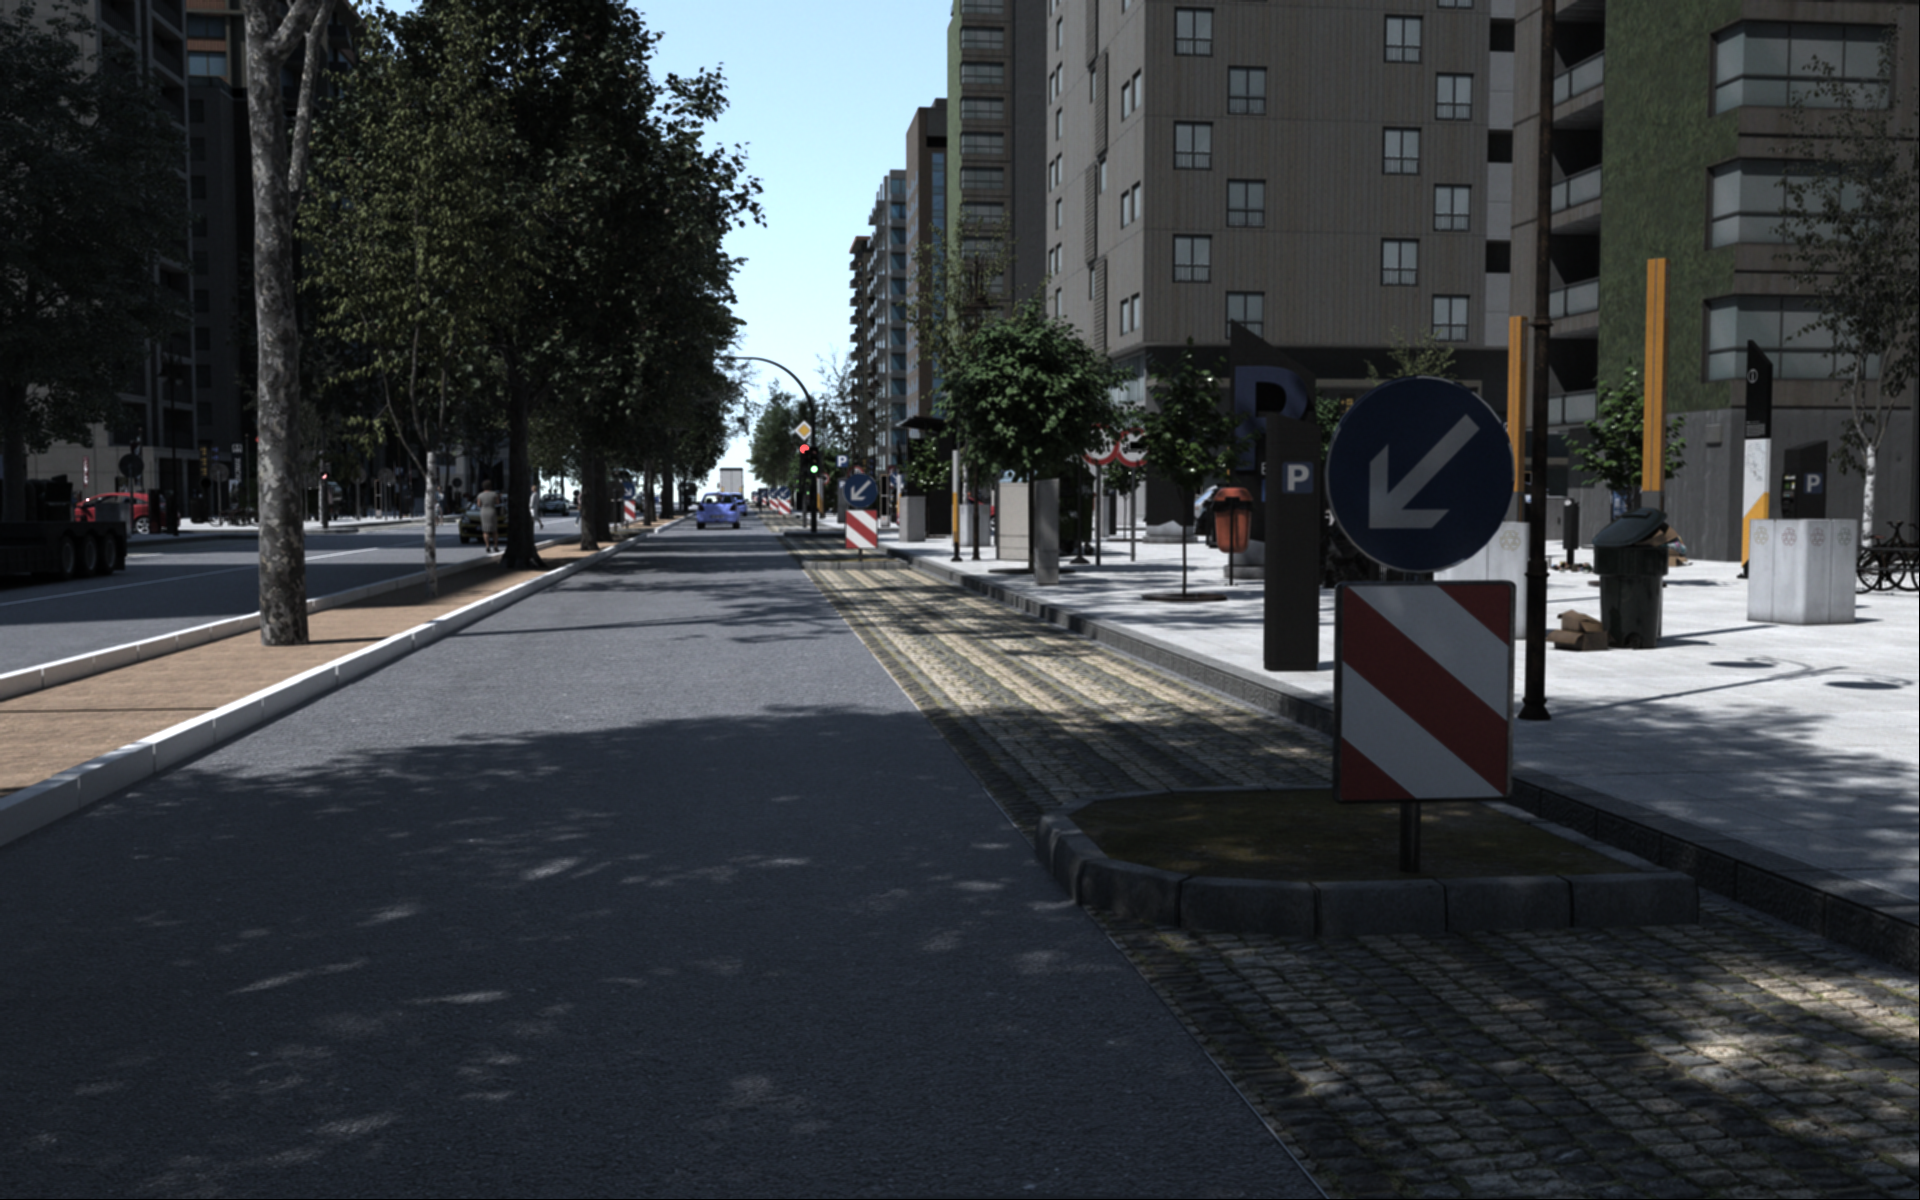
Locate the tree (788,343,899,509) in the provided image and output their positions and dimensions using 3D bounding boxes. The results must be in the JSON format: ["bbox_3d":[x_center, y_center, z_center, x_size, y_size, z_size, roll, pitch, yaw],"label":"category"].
[{"bbox_3d":[-5.349,-8.188,84.232,4.360,8.622,3.978,0,3,0],"label":"tree"}]

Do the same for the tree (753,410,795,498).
[{"bbox_3d":[-25.380,-19.239,232.691,7.486,12.596,7.792,0,3,0],"label":"tree"}]

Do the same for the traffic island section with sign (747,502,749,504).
[{"bbox_3d":[-22.195,-11.160,191.101,1.989,1.847,2.006,0,4,-7],"label":"traffic island section with sign"}]

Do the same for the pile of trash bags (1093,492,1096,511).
[{"bbox_3d":[5.699,-4.616,85.220,1.912,1.369,3.447,3,4,36],"label":"pile of trash bags"}]

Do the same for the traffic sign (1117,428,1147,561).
[{"bbox_3d":[3.302,-2.011,32.990,0.768,2.556,0.104,0,4,-2],"label":"traffic sign"}]

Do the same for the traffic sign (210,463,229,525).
[{"bbox_3d":[-30.614,-4.373,71.608,0.768,2.556,0.104,0,4,-6],"label":"traffic sign"}]

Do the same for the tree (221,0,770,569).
[{"bbox_3d":[-8.486,-6.946,33.039,9.611,12.733,9.660,0,3,0],"label":"tree"}]

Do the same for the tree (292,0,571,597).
[{"bbox_3d":[-7.398,-4.352,23.978,4.737,8.622,4.395,0,3,0],"label":"tree"}]

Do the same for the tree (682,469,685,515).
[{"bbox_3d":[-18.124,-9.354,105.751,4.737,8.622,4.395,0,3,0],"label":"tree"}]

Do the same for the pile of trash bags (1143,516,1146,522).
[{"bbox_3d":[9.814,-4.250,79.237,1.912,1.369,3.447,-1,4,-21],"label":"pile of trash bags"}]

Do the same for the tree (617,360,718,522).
[{"bbox_3d":[-15.799,-9.780,88.116,9.928,11.665,9.643,0,3,0],"label":"tree"}]

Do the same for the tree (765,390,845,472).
[{"bbox_3d":[-13.924,-13.454,154.393,7.601,10.594,8.767,1,4,12],"label":"tree"}]

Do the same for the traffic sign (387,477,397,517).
[{"bbox_3d":[-31.323,-5.748,95.167,0.795,2.450,0.064,0,4,-3],"label":"traffic sign"}]

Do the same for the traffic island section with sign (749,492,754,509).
[{"bbox_3d":[-18.695,-9.482,163.656,1.989,1.847,2.006,0,4,-7],"label":"traffic island section with sign"}]

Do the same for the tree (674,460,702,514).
[{"bbox_3d":[-20.374,-10.583,125.853,4.360,8.622,3.978,0,3,0],"label":"tree"}]

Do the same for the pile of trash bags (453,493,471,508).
[{"bbox_3d":[-38.814,-7.464,131.796,1.912,1.369,3.447,3,5,42],"label":"pile of trash bags"}]

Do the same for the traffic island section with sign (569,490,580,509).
[{"bbox_3d":[-36.007,-9.436,162.904,1.989,1.847,2.006,0,4,-7],"label":"traffic island section with sign"}]

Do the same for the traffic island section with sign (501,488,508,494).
[{"bbox_3d":[-29.659,-6.390,113.105,1.989,1.847,2.006,0,4,-7],"label":"traffic island section with sign"}]

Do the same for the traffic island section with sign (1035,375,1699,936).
[{"bbox_3d":[1.340,0.127,6.548,1.989,1.847,2.006,0,4,-7],"label":"traffic island section with sign"}]

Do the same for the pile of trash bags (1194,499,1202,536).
[{"bbox_3d":[8.589,-2.751,54.734,1.912,1.369,3.447,1,4,22],"label":"pile of trash bags"}]

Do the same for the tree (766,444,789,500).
[{"bbox_3d":[-19.601,-15.004,195.674,4.360,8.622,3.978,0,3,0],"label":"tree"}]

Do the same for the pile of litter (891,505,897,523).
[{"bbox_3d":[-2.449,-3.874,77.298,1.176,0.858,1.719,3,4,36],"label":"pile of litter"}]

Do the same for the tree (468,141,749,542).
[{"bbox_3d":[-10.735,-8.699,51.338,9.857,13.997,8.962,0,3,0],"label":"tree"}]

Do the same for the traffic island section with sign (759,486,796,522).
[{"bbox_3d":[-9.072,-4.867,88.204,1.989,1.847,2.006,0,4,-7],"label":"traffic island section with sign"}]

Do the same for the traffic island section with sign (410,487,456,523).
[{"bbox_3d":[-26.246,-4.755,86.366,1.989,1.847,2.006,0,4,-7],"label":"traffic island section with sign"}]

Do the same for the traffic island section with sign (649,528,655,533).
[{"bbox_3d":[-12.393,-3.459,64.690,2.006,1.907,1.989,0,4,-7],"label":"traffic island section with sign"}]

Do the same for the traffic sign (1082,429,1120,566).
[{"bbox_3d":[2.480,-1.890,31.014,0.768,2.556,0.104,0,4,1],"label":"traffic sign"}]

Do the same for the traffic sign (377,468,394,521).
[{"bbox_3d":[-27.773,-5.116,83.747,0.768,2.556,0.104,0,4,-4],"label":"traffic sign"}]

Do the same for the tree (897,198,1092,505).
[{"bbox_3d":[0.352,-5.746,44.314,4.737,8.622,4.395,0,3,0],"label":"tree"}]

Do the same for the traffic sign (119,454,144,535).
[{"bbox_3d":[-26.052,-3.325,54.476,0.768,2.556,0.104,0,4,-4],"label":"traffic sign"}]

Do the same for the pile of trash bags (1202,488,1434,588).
[{"bbox_3d":[5.224,-0.881,24.151,3.447,1.369,1.912,1,4,13],"label":"pile of trash bags"}]

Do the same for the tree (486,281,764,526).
[{"bbox_3d":[-13.916,-10.009,76.479,12.009,13.543,11.850,0,3,0],"label":"tree"}]

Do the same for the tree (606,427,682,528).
[{"bbox_3d":[-13.328,-7.026,67.690,4.737,8.622,4.395,0,3,0],"label":"tree"}]

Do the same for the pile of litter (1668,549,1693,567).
[{"bbox_3d":[12.498,-1.044,31.040,1.719,0.858,1.176,-1,4,-22],"label":"pile of litter"}]

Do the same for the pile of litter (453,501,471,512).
[{"bbox_3d":[-35.981,-6.763,124.540,1.719,0.858,1.176,0,4,-2],"label":"pile of litter"}]

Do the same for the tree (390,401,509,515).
[{"bbox_3d":[-30.568,-10.356,103.734,7.601,10.594,8.767,-1,4,-9],"label":"tree"}]

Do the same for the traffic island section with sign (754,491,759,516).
[{"bbox_3d":[-12.484,-6.509,115.048,1.989,1.847,2.006,0,4,-7],"label":"traffic island section with sign"}]

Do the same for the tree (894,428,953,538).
[{"bbox_3d":[-0.823,-3.417,50.468,1.663,3.219,1.824,0,3,0],"label":"tree"}]

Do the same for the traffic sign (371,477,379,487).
[{"bbox_3d":[-35.644,-6.335,105.712,0.606,2.300,0.079,0,4,1],"label":"traffic sign"}]

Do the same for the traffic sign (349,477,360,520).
[{"bbox_3d":[-30.059,-5.273,86.322,0.768,2.556,0.104,0,4,-3],"label":"traffic sign"}]

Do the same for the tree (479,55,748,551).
[{"bbox_3d":[-9.169,-7.472,42.754,7.486,12.596,7.792,0,3,0],"label":"tree"}]

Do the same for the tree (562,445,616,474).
[{"bbox_3d":[-42.564,-16.108,197.780,8.767,10.594,7.601,-1,4,-17],"label":"tree"}]

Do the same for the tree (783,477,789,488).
[{"bbox_3d":[-16.862,-11.059,175.414,1.663,3.219,1.824,0,3,0],"label":"tree"}]

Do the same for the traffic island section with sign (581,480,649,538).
[{"bbox_3d":[-11.465,-3.009,57.341,2.006,1.907,1.989,0,4,-7],"label":"traffic island section with sign"}]

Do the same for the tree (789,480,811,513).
[{"bbox_3d":[-10.605,-7.705,120.575,1.663,3.219,1.824,0,3,0],"label":"tree"}]

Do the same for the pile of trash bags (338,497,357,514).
[{"bbox_3d":[-40.758,-6.259,112.094,1.912,1.369,3.447,2,4,26],"label":"pile of trash bags"}]

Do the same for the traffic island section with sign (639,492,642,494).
[{"bbox_3d":[-49.872,-16.080,271.527,1.989,1.847,2.006,0,4,-7],"label":"traffic island section with sign"}]

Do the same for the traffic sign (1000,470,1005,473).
[{"bbox_3d":[1.642,-3.438,56.317,0.768,2.556,0.104,0,4,-4],"label":"traffic sign"}]

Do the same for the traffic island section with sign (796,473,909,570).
[{"bbox_3d":[-2.072,-1.514,33.389,1.989,1.847,2.006,0,4,-7],"label":"traffic island section with sign"}]

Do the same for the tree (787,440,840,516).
[{"bbox_3d":[-7.497,-7.289,102.892,4.285,4.588,4.351,0,3,0],"label":"tree"}]

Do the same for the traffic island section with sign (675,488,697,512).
[{"bbox_3d":[-21.912,-8.018,139.225,2.006,1.907,1.989,0,4,-7],"label":"traffic island section with sign"}]

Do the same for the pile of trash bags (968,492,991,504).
[{"bbox_3d":[1.203,-5.081,92.821,1.912,1.369,3.447,-3,4,-38],"label":"pile of trash bags"}]

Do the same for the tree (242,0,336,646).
[{"bbox_3d":[-5.081,-9.587,15.093,12.611,20.169,13.585,0,3,0],"label":"tree"}]

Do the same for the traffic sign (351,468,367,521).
[{"bbox_3d":[-28.767,-5.062,82.864,0.768,2.556,0.104,0,4,-2],"label":"traffic sign"}]

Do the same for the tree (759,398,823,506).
[{"bbox_3d":[-17.928,-15.879,185.372,9.928,11.665,9.643,0,3,0],"label":"tree"}]

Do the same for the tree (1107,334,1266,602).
[{"bbox_3d":[2.862,-1.612,20.957,1.663,3.219,1.824,0,3,0],"label":"tree"}]

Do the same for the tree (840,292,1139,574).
[{"bbox_3d":[1.114,-2.729,28.340,4.285,4.588,4.351,0,3,0],"label":"tree"}]
